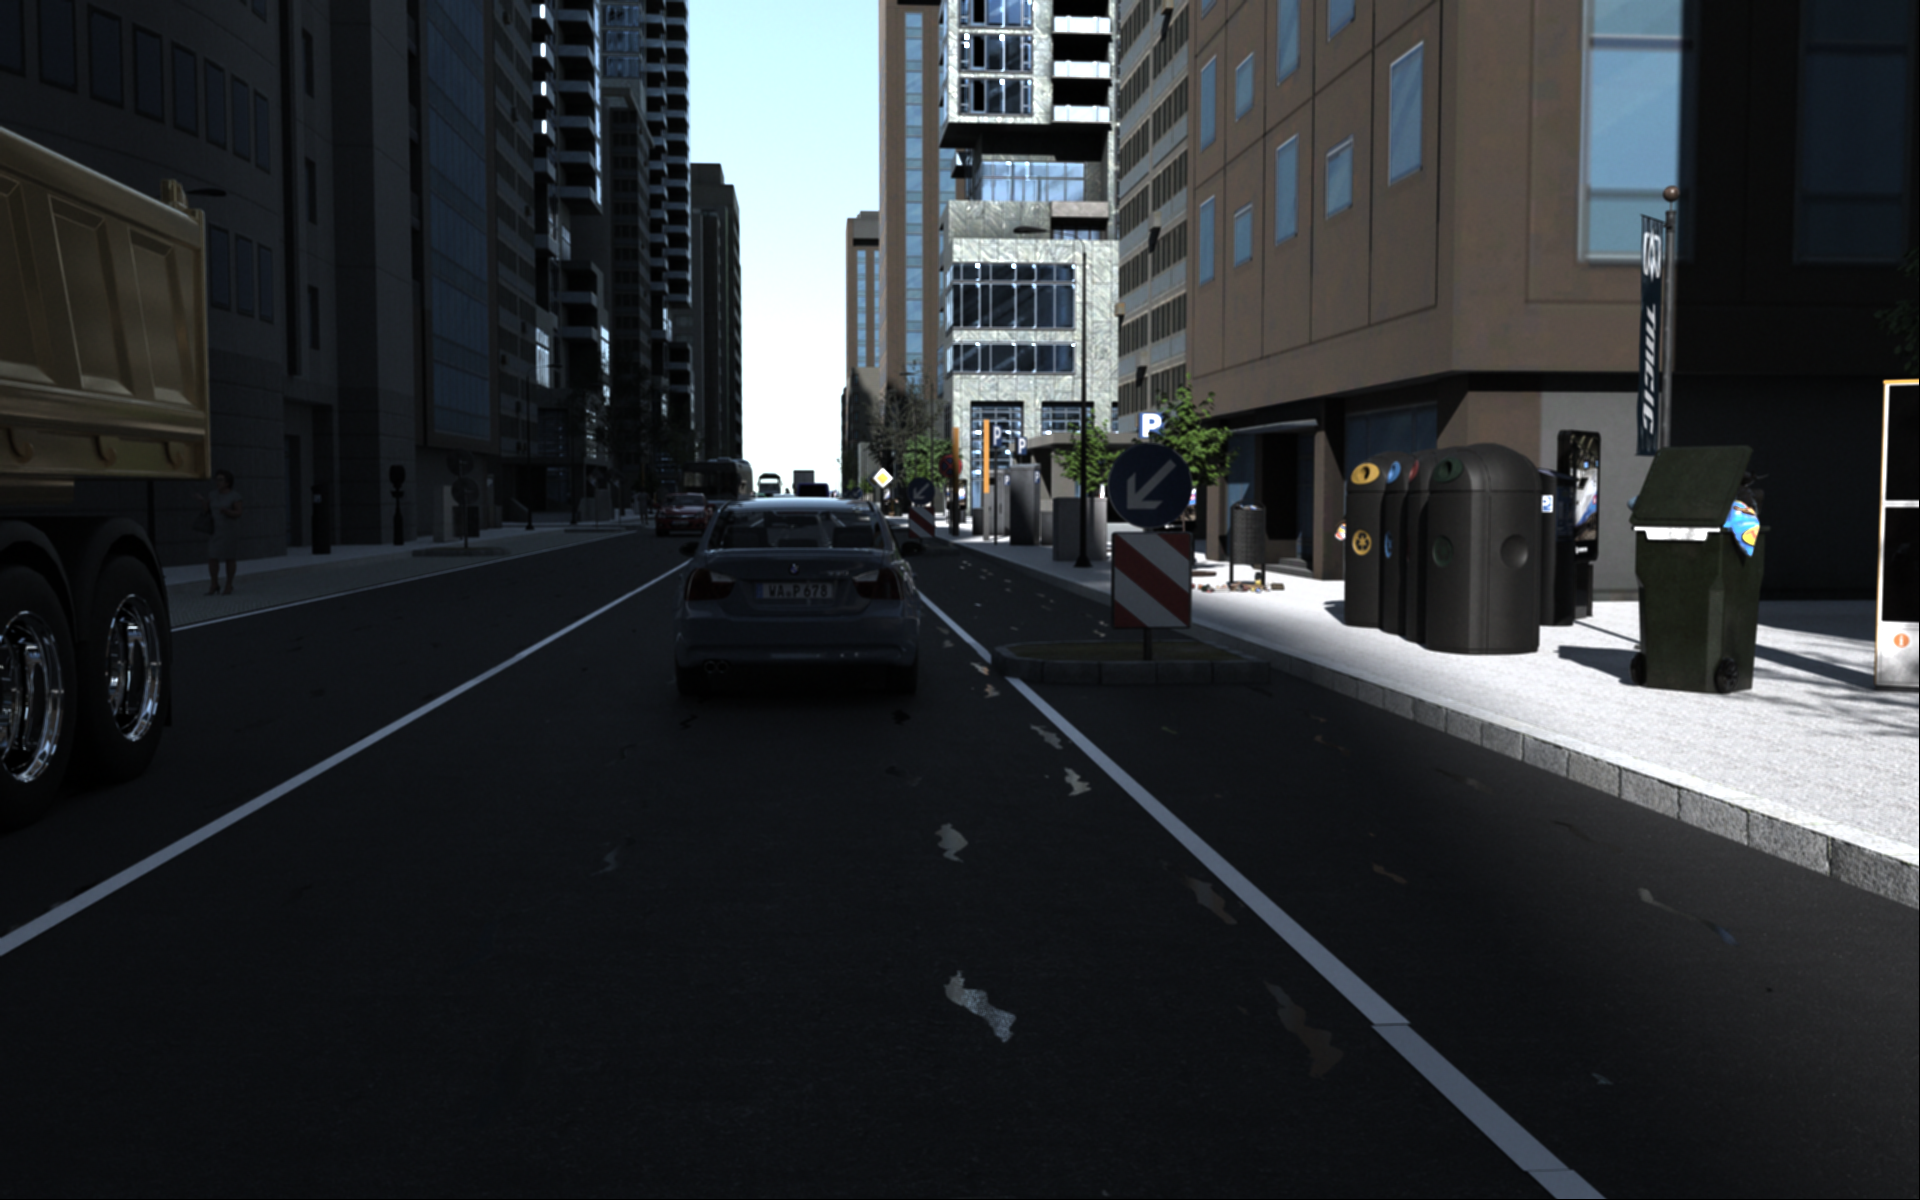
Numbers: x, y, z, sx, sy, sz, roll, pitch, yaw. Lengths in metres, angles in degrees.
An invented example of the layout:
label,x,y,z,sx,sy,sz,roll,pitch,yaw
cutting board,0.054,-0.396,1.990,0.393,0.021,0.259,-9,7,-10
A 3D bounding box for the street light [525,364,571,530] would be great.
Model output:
label,x,y,z,sx,sy,sz,roll,pitch,yaw
street light,-14.872,-5.467,61.922,1.470,5.913,1.316,0,4,-5

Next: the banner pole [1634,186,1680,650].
label,x,y,z,sx,sy,sz,roll,pitch,yaw
banner pole,5.625,-1.467,14.007,0.401,3.779,0.863,3,5,41

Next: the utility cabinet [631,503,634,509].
label,x,y,z,sx,sy,sz,roll,pitch,yaw
utility cabinet,-27.142,-8.228,145.682,1.020,1.237,0.306,1,4,12

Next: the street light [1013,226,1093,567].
label,x,y,z,sx,sy,sz,roll,pitch,yaw
street light,1.623,-3.527,30.216,1.470,5.913,1.316,0,4,-5

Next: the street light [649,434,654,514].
label,x,y,z,sx,sy,sz,roll,pitch,yaw
street light,-18.998,-8.374,109.450,1.470,5.913,1.316,0,4,-5

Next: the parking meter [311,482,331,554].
label,x,y,z,sx,sy,sz,roll,pitch,yaw
parking meter,-13.645,-1.747,36.969,0.372,1.533,0.369,0,3,0

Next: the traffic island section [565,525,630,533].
label,x,y,z,sx,sy,sz,roll,pitch,yaw
traffic island section,-13.730,-2.636,65.384,2.009,0.180,2.903,0,4,-5

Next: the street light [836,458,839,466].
label,x,y,z,sx,sy,sz,roll,pitch,yaw
street light,-16.209,-16.119,236.090,1.470,5.913,1.316,0,4,-5

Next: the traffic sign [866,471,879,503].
label,x,y,z,sx,sy,sz,roll,pitch,yaw
traffic sign,-3.644,-4.315,74.192,0.795,2.450,0.064,0,4,-5

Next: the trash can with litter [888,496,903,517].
label,x,y,z,sx,sy,sz,roll,pitch,yaw
trash can with litter,-3.671,-5.282,97.749,0.624,1.170,1.055,-3,5,-42

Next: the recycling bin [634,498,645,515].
label,x,y,z,sx,sy,sz,roll,pitch,yaw
recycling bin,-20.024,-5.857,108.319,0.722,1.027,0.722,-1,4,-15

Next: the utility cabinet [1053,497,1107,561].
label,x,y,z,sx,sy,sz,roll,pitch,yaw
utility cabinet,2.310,-1.360,33.398,1.020,1.237,0.306,-1,4,-16

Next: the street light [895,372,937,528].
label,x,y,z,sx,sy,sz,roll,pitch,yaw
street light,-1.606,-5.724,66.123,1.470,5.913,1.316,0,4,-5

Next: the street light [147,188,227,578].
label,x,y,z,sx,sy,sz,roll,pitch,yaw
street light,-11.817,-3.292,26.366,1.470,5.913,1.316,0,4,-5

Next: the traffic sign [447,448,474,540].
label,x,y,z,sx,sy,sz,roll,pitch,yaw
traffic sign,-13.936,-2.949,48.326,0.768,2.556,0.104,0,4,-1

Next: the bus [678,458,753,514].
label,x,y,z,sx,sy,sz,roll,pitch,yaw
bus,-12.110,-5.649,87.223,2.948,3.499,13.247,0,4,-3

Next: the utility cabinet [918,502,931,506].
label,x,y,z,sx,sy,sz,roll,pitch,yaw
utility cabinet,-1.937,-5.242,94.387,0.318,1.500,1.173,-1,4,-23

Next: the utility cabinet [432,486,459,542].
label,x,y,z,sx,sy,sz,roll,pitch,yaw
utility cabinet,-13.764,-2.302,46.319,0.318,1.500,1.173,0,4,3

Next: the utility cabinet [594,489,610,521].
label,x,y,z,sx,sy,sz,roll,pitch,yaw
utility cabinet,-16.805,-4.448,81.411,0.318,1.500,1.173,1,4,10

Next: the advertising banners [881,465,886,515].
label,x,y,z,sx,sy,sz,roll,pitch,yaw
advertising banners,-4.636,-6.665,105.167,0.090,3.025,2.074,0,4,4

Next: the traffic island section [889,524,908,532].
label,x,y,z,sx,sy,sz,roll,pitch,yaw
traffic island section,-2.929,-2.693,66.316,2.009,0.180,2.903,0,4,-5

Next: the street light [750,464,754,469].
label,x,y,z,sx,sy,sz,roll,pitch,yaw
street light,-32.749,-18.062,267.853,1.470,5.913,1.316,0,4,-5

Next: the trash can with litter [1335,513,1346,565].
label,x,y,z,sx,sy,sz,roll,pitch,yaw
trash can with litter,4.402,-0.465,18.993,0.624,1.170,1.055,1,4,9

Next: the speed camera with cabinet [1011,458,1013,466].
label,x,y,z,sx,sy,sz,roll,pitch,yaw
speed camera with cabinet,2.166,-6.137,94.671,2.038,3.252,0.660,3,5,40

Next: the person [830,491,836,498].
label,x,y,z,sx,sy,sz,roll,pitch,yaw
person,-11.029,-8.739,152.326,0.756,1.711,0.436,3,5,40

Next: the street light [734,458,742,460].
label,x,y,z,sx,sy,sz,roll,pitch,yaw
street light,-29.756,-15.876,232.116,1.470,5.913,1.316,0,4,-5

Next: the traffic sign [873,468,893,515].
label,x,y,z,sx,sy,sz,roll,pitch,yaw
traffic sign,-2.952,-3.828,66.237,0.795,2.450,0.064,0,4,-5

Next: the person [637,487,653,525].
label,x,y,z,sx,sy,sz,roll,pitch,yaw
person,-14.586,-4.370,80.303,0.716,1.782,0.532,0,4,-1

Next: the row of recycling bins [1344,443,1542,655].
label,x,y,z,sx,sy,sz,roll,pitch,yaw
row of recycling bins,4.278,-0.513,15.495,1.069,1.692,3.534,0,4,-1

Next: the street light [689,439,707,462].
label,x,y,z,sx,sy,sz,roll,pitch,yaw
street light,-22.494,-10.807,149.241,1.470,5.913,1.316,0,4,-5

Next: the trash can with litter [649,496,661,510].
label,x,y,z,sx,sy,sz,roll,pitch,yaw
trash can with litter,-24.843,-8.009,142.005,2.233,1.210,1.678,1,4,22

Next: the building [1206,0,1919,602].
label,x,y,z,sx,sy,sz,roll,pitch,yaw
building,11.917,-23.012,26.350,14.600,45.320,14.200,0,4,-5

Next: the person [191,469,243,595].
label,x,y,z,sx,sy,sz,roll,pitch,yaw
person,-10.493,-0.949,24.376,0.716,1.782,0.532,0,4,8

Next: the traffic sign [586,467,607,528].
label,x,y,z,sx,sy,sz,roll,pitch,yaw
traffic sign,-13.708,-3.773,65.325,0.795,2.450,0.064,0,4,-5

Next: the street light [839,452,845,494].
label,x,y,z,sx,sy,sz,roll,pitch,yaw
street light,-12.156,-13.245,189.097,1.470,5.913,1.316,0,4,-5

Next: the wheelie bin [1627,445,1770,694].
label,x,y,z,sx,sy,sz,roll,pitch,yaw
wheelie bin,4.859,-0.215,11.430,0.693,1.594,0.980,-3,4,-38

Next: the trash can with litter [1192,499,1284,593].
label,x,y,z,sx,sy,sz,roll,pitch,yaw
trash can with litter,3.450,-0.738,23.123,2.233,1.210,1.678,-1,4,-23

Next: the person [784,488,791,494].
label,x,y,z,sx,sy,sz,roll,pitch,yaw
person,-10.239,-5.774,103.089,0.511,1.800,0.466,0,4,-1

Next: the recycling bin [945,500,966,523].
label,x,y,z,sx,sy,sz,roll,pitch,yaw
recycling bin,-0.195,-3.938,76.932,0.722,1.027,0.722,1,4,23

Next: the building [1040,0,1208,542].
label,x,y,z,sx,sy,sz,roll,pitch,yaw
building,18.194,-22.160,54.198,32.217,40.220,23.993,0,4,-5

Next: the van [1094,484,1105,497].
label,x,y,z,sx,sy,sz,roll,pitch,yaw
van,7.593,-3.976,72.011,4.112,2.044,2.013,0,4,-5

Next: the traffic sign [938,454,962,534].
label,x,y,z,sx,sy,sz,roll,pitch,yaw
traffic sign,-0.308,-3.377,55.321,0.768,2.556,0.104,0,4,-2

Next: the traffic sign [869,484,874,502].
label,x,y,z,sx,sy,sz,roll,pitch,yaw
traffic sign,-6.047,-7.421,121.444,0.768,2.556,0.104,0,4,-3

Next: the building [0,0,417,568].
label,x,y,z,sx,sy,sz,roll,pitch,yaw
building,-24.264,-29.927,31.310,21.231,58.520,28.212,0,4,-5

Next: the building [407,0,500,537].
label,x,y,z,sx,sy,sz,roll,pitch,yaw
building,-23.199,-24.717,54.239,14.200,45.320,14.600,0,4,-5

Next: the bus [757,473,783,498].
label,x,y,z,sx,sy,sz,roll,pitch,yaw
bus,-22.425,-12.984,203.833,2.896,3.916,12.252,0,4,-7

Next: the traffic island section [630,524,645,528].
label,x,y,z,sx,sy,sz,roll,pitch,yaw
traffic island section,-14.423,-3.123,73.340,2.009,0.180,2.903,0,4,-5

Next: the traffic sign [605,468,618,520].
label,x,y,z,sx,sy,sz,roll,pitch,yaw
traffic sign,-17.192,-5.235,85.700,0.768,2.556,0.104,0,4,-3

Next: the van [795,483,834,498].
label,x,y,z,sx,sy,sz,roll,pitch,yaw
van,-8.216,-5.681,97.275,2.240,2.365,5.245,0,4,-4

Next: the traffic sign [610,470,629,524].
label,x,y,z,sx,sy,sz,roll,pitch,yaw
traffic sign,-14.400,-4.259,73.280,0.795,2.450,0.064,0,4,-5

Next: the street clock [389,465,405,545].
label,x,y,z,sx,sy,sz,roll,pitch,yaw
street clock,-14.085,-2.375,43.396,0.358,2.002,0.471,-3,5,-40

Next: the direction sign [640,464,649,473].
label,x,y,z,sx,sy,sz,roll,pitch,yaw
direction sign,-23.510,-8.389,129.161,0.876,3.537,0.379,2,4,32

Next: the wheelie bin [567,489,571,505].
label,x,y,z,sx,sy,sz,roll,pitch,yaw
wheelie bin,-22.601,-5.731,101.613,0.980,1.594,0.693,-2,4,-27

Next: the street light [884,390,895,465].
label,x,y,z,sx,sy,sz,roll,pitch,yaw
street light,-2.523,-6.421,77.517,1.470,5.913,1.316,0,4,-5

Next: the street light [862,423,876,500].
label,x,y,z,sx,sy,sz,roll,pitch,yaw
street light,-5.504,-8.609,113.297,1.470,5.913,1.316,0,4,-5

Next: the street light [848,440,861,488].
label,x,y,z,sx,sy,sz,roll,pitch,yaw
street light,-9.151,-11.070,153.537,1.470,5.913,1.316,0,4,-5

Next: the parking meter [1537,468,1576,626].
label,x,y,z,sx,sy,sz,roll,pitch,yaw
parking meter,5.809,-0.521,16.925,0.372,1.533,0.369,0,3,0

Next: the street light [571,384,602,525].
label,x,y,z,sx,sy,sz,roll,pitch,yaw
street light,-15.770,-6.143,72.979,1.470,5.913,1.316,0,4,-5
